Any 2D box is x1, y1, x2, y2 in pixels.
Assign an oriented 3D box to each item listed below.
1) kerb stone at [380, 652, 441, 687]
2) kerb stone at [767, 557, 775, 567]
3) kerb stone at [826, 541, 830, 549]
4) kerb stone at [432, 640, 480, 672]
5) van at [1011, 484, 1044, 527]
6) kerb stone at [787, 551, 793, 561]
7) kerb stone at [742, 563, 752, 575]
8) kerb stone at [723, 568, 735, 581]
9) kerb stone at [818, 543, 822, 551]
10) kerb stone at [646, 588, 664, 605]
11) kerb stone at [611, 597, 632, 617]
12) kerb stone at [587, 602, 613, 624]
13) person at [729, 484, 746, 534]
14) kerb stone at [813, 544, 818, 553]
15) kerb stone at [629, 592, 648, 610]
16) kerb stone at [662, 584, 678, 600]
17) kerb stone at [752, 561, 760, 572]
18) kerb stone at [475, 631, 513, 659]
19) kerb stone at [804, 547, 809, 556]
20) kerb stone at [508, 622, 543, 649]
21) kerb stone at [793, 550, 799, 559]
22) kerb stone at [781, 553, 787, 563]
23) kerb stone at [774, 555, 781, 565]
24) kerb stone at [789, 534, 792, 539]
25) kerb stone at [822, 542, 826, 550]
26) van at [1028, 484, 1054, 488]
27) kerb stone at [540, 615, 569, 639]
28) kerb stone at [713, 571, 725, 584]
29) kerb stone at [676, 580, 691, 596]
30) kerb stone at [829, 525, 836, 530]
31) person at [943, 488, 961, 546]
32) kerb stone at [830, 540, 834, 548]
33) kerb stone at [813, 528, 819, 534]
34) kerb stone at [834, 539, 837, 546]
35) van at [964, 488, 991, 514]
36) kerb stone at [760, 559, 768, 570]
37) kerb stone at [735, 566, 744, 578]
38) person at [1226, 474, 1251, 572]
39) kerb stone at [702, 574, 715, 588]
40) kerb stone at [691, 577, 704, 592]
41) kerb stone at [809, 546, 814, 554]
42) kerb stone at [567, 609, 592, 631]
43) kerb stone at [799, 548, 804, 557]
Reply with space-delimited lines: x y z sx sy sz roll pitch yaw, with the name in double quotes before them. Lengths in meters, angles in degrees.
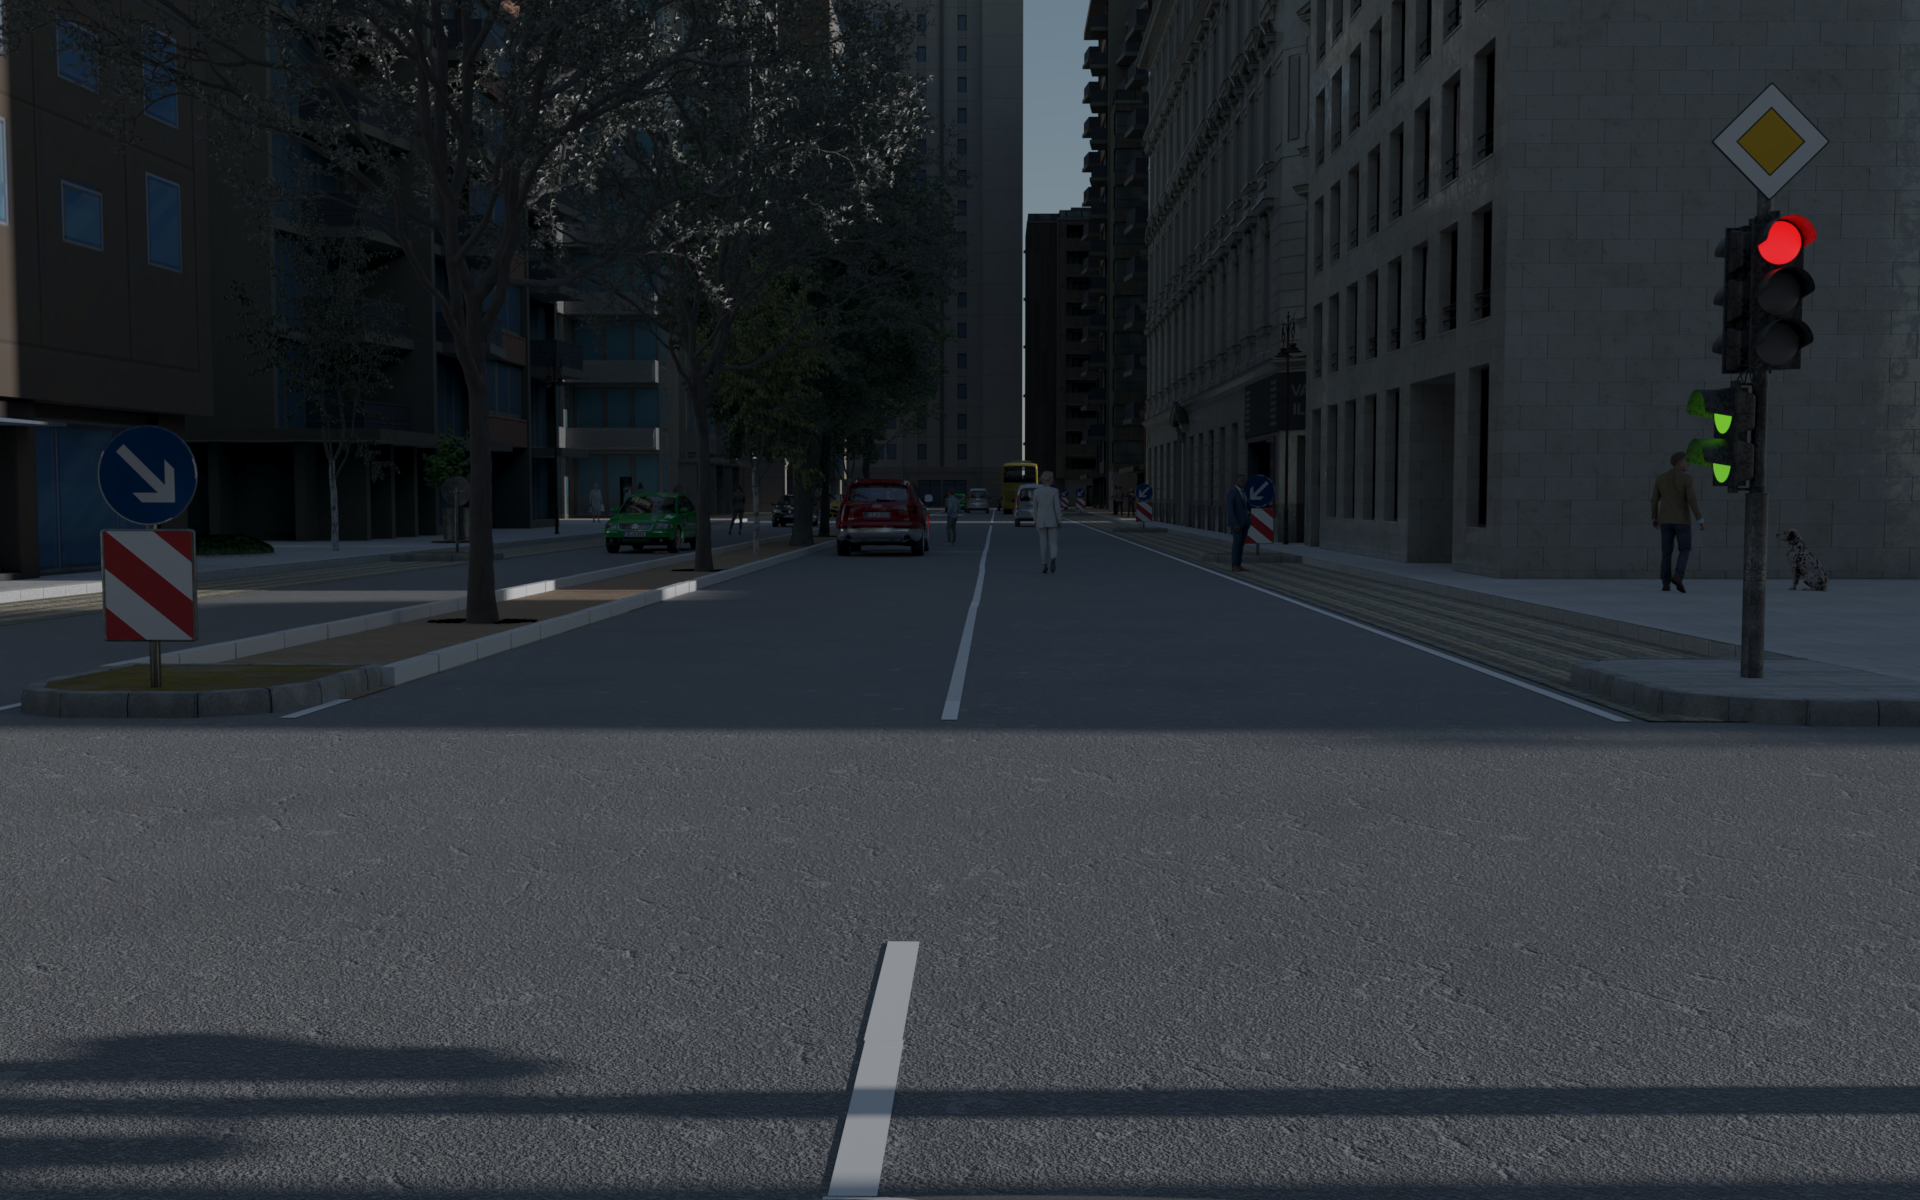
"kerb stone" -4.256 0.542 13.389 0.120 0.150 1.000 0 4 1
"kerb stone" -3.803 -0.712 33.927 0.120 0.150 1.000 0 4 1
"kerb stone" -3.556 -1.408 45.211 0.120 0.150 1.000 0 4 1
"kerb stone" -4.231 0.475 14.422 0.120 0.150 1.000 0 4 1
"van" 3.253 -4.278 76.950 2.013 2.044 4.112 0 4 2
"kerb stone" -3.740 -0.905 36.997 0.120 0.150 1.000 0 4 1
"kerb stone" -3.872 -0.525 30.833 0.120 0.150 1.000 0 4 1
"kerb stone" -3.921 -0.402 28.775 0.120 0.150 1.000 0 4 1
"kerb stone" -3.609 -1.281 43.156 0.120 0.150 1.000 0 4 1
"kerb stone" -4.059 -0.026 22.619 0.120 0.150 1.000 0 4 1
"kerb stone" -4.094 0.100 20.568 0.120 0.150 1.000 0 4 1
"kerb stone" -4.117 0.162 19.544 0.120 0.150 1.000 0 4 1
"person" -7.900 -3.216 61.351 0.520 1.790 0.573 -3 4 -37
"kerb stone" -3.618 -1.219 42.134 0.120 0.150 1.000 0 4 1
"kerb stone" -4.084 0.037 21.591 0.120 0.150 1.000 0 4 1
"kerb stone" -4.037 -0.088 23.642 0.120 0.150 1.000 0 4 1
"kerb stone" -3.850 -0.592 31.873 0.120 0.150 1.000 0 4 1
"kerb stone" -4.210 0.412 15.452 0.120 0.150 1.000 0 4 1
"kerb stone" -3.670 -1.092 40.071 0.120 0.150 1.000 0 4 1
"kerb stone" -4.185 0.350 16.474 0.120 0.150 1.000 0 4 1
"kerb stone" -3.717 -0.967 38.019 0.120 0.150 1.000 0 4 1
"kerb stone" -3.767 -0.841 35.975 0.120 0.150 1.000 0 4 1
"kerb stone" -3.779 -0.777 34.953 0.120 0.150 1.000 0 4 1
"kerb stone" -5.465 -1.973 54.457 0.120 0.150 1.000 0 4 1
"kerb stone" -3.585 -1.345 44.189 0.120 0.150 1.000 0 4 1
"van" 4.996 -6.376 108.638 2.240 2.365 5.245 0 4 1
"kerb stone" -4.161 0.287 17.496 0.120 0.150 1.000 0 4 1
"kerb stone" -3.943 -0.338 27.743 0.120 0.150 1.000 0 4 1
"kerb stone" -4.014 -0.152 24.674 0.120 0.150 1.000 0 4 1
"kerb stone" -5.117 -2.912 69.810 0.120 0.150 1.000 0 4 1
"person" -0.223 -2.326 48.348 0.330 1.601 0.589 3 5 40
"kerb stone" -3.533 -1.467 46.233 0.120 0.150 1.000 0 4 1
"kerb stone" -5.258 -2.535 63.672 0.120 0.150 1.000 0 4 1
"kerb stone" -3.516 -1.530 47.255 0.120 0.150 1.000 0 4 1
"van" 1.339 -7.448 128.778 2.013 2.044 4.112 0 3 0
"kerb stone" -3.829 -0.654 32.895 0.120 0.150 1.000 0 4 1
"kerb stone" -3.894 -0.457 29.805 0.120 0.150 1.000 0 4 1
"person" 5.144 -1.425 31.982 0.419 1.800 0.721 2 4 34
"kerb stone" -3.965 -0.277 26.721 0.120 0.150 1.000 0 4 1
"kerb stone" -3.985 -0.208 25.697 0.120 0.150 1.000 0 4 1
"kerb stone" -3.648 -1.154 41.102 0.120 0.150 1.000 0 4 1
"kerb stone" -4.144 0.231 18.523 0.120 0.150 1.000 0 4 1
"kerb stone" -3.697 -1.030 39.044 0.120 0.150 1.000 0 4 1
